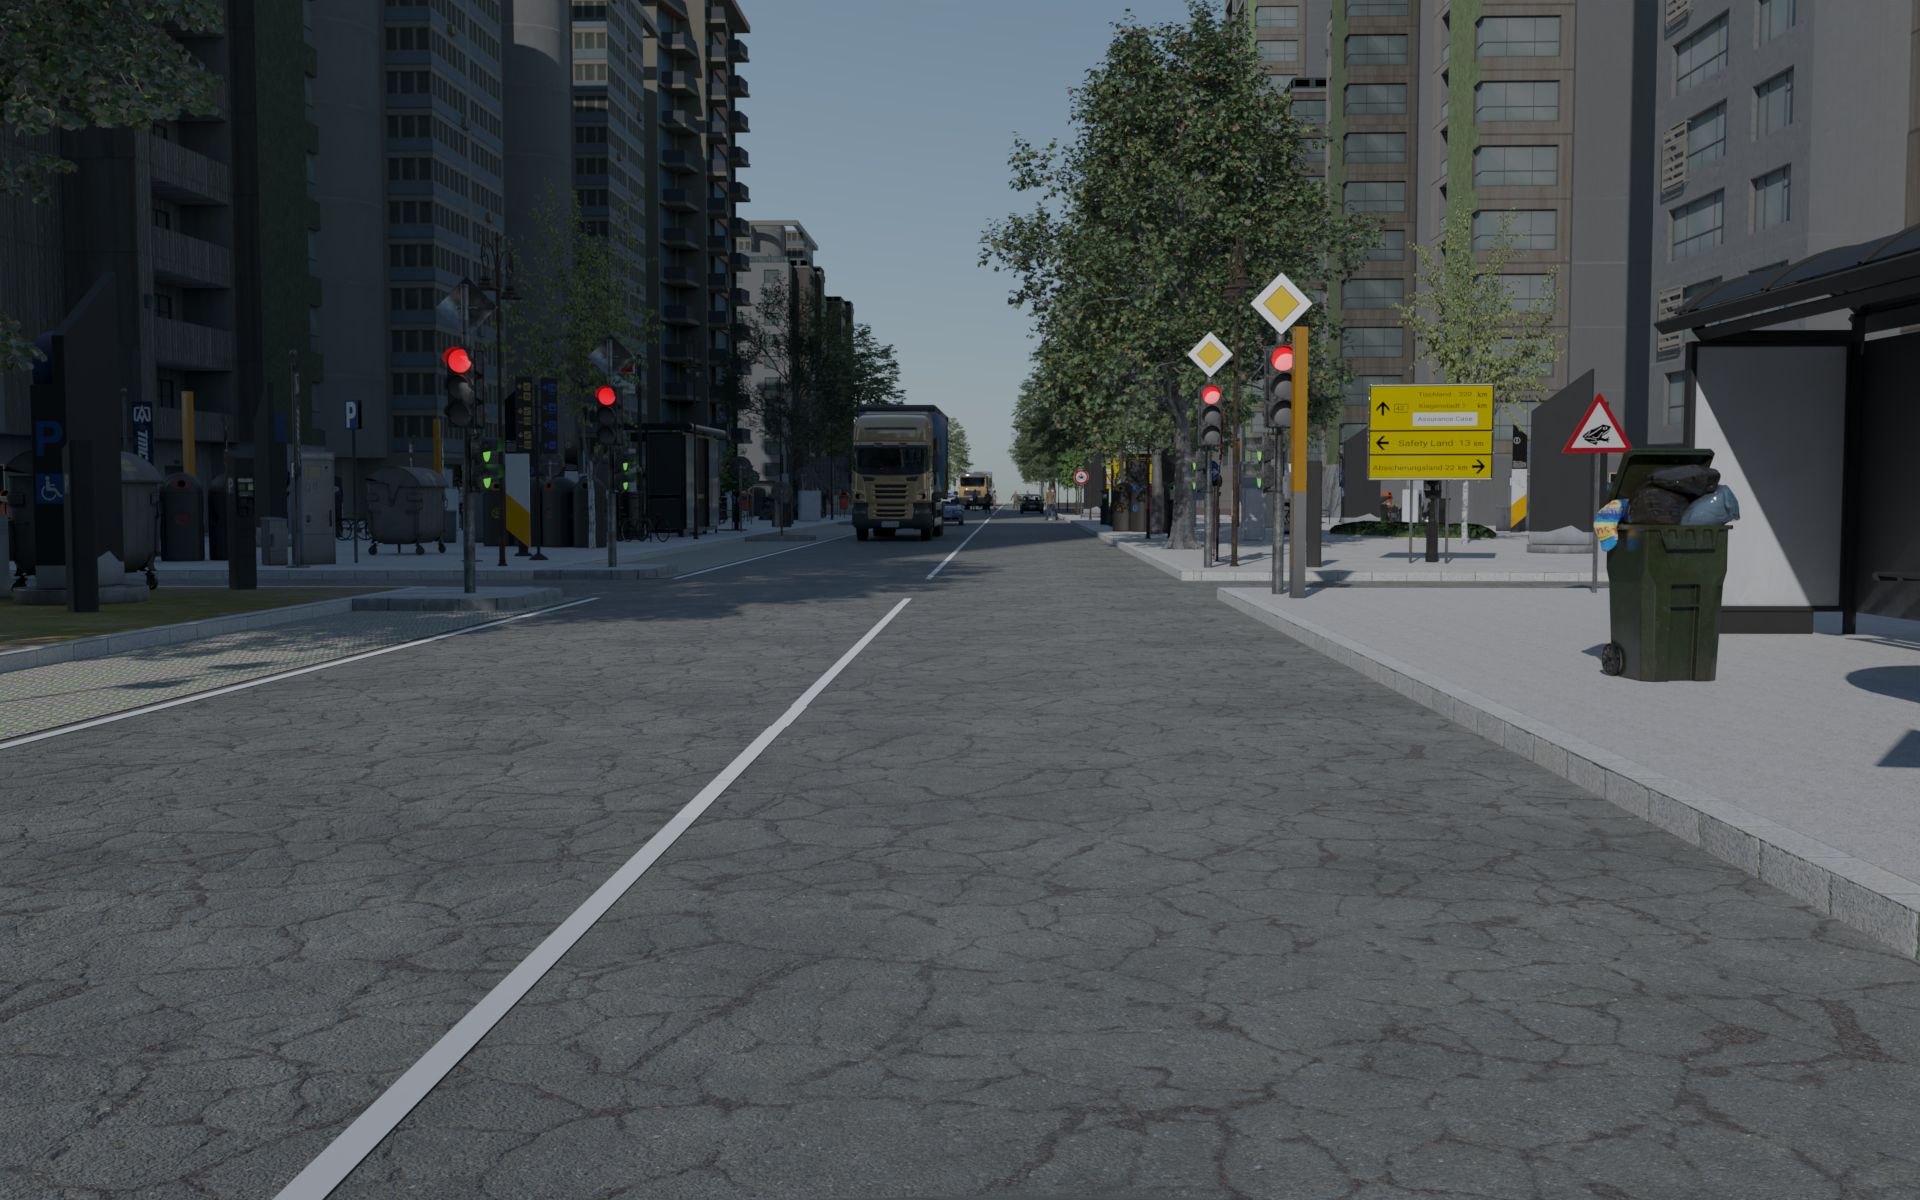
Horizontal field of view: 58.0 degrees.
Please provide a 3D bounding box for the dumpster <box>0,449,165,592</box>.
[{"bbox_3d":[-11.366,-1.024,22.496,1.264,1.857,1.865,0,4,2],"label":"dumpster"}]

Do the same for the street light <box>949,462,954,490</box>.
[{"bbox_3d":[-1.379,-16.687,245.622,0.468,5.910,1.993,0,4,2],"label":"street light"}]

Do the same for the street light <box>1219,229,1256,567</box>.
[{"bbox_3d":[4.856,-3.529,30.493,0.468,5.910,1.993,0,4,2],"label":"street light"}]

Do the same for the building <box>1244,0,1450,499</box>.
[{"bbox_3d":[29.458,-27.754,137.380,14.154,41.232,14.086,0,4,2],"label":"building"}]

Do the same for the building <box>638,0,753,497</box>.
[{"bbox_3d":[-29.567,-29.972,144.667,22.147,44.769,28.867,0,4,2],"label":"building"}]

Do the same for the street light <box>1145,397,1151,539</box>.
[{"bbox_3d":[5.392,-4.692,49.494,0.468,5.910,1.993,0,4,2],"label":"street light"}]

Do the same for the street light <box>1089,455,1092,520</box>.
[{"bbox_3d":[6.526,-6.954,86.489,0.468,5.910,1.993,0,4,2],"label":"street light"}]

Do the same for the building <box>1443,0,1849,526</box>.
[{"bbox_3d":[27.834,-23.938,74.976,14.154,41.232,14.086,0,4,2],"label":"building"}]

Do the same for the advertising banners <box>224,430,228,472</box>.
[{"bbox_3d":[-19.629,-3.091,46.723,0.090,3.025,2.074,-2,4,-32],"label":"advertising banners"}]

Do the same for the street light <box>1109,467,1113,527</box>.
[{"bbox_3d":[5.955,-5.812,67.821,0.468,5.910,1.993,0,4,2],"label":"street light"}]

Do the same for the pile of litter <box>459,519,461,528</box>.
[{"bbox_3d":[-18.862,-3.178,65.933,1.719,0.858,1.176,-3,5,-39],"label":"pile of litter"}]

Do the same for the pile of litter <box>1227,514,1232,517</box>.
[{"bbox_3d":[15.370,-4.955,94.980,1.176,0.858,1.719,-2,4,-33],"label":"pile of litter"}]

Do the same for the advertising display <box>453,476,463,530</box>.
[{"bbox_3d":[-17.590,-3.456,61.724,0.974,1.923,0.123,0,4,1],"label":"advertising display"}]

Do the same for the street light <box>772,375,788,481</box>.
[{"bbox_3d":[-6.974,-5.783,67.339,0.468,5.910,1.993,0,4,2],"label":"street light"}]

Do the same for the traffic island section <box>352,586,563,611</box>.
[{"bbox_3d":[-6.393,-0.015,22.534,2.009,0.180,2.903,0,4,2],"label":"traffic island section"}]

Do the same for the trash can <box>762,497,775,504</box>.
[{"bbox_3d":[-9.926,-4.787,89.920,0.748,1.137,0.748,0,3,0],"label":"trash can"}]

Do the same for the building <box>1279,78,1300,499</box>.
[{"bbox_3d":[29.490,-21.525,123.630,14.160,30.474,14.107,0,4,2],"label":"building"}]

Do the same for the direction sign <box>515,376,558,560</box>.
[{"bbox_3d":[-8.203,-2.546,33.618,0.876,3.537,0.379,-3,5,-42],"label":"direction sign"}]

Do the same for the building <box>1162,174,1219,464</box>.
[{"bbox_3d":[36.309,-34.630,220.828,22.147,44.769,28.867,0,4,2],"label":"building"}]

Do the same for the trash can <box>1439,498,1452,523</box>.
[{"bbox_3d":[16.298,-2.884,58.815,0.748,1.137,0.748,0,3,0],"label":"trash can"}]

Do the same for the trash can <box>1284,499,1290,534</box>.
[{"bbox_3d":[10.336,-2.663,55.191,0.748,1.137,0.748,0,3,0],"label":"trash can"}]

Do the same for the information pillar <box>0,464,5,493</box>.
[{"bbox_3d":[-23.560,-2.314,42.330,0.304,2.012,0.304,2,4,24],"label":"information pillar"}]

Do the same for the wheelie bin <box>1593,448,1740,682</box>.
[{"bbox_3d":[4.931,-0.251,12.016,0.980,1.594,0.693,0,4,-6],"label":"wheelie bin"}]

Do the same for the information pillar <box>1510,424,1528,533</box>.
[{"bbox_3d":[18.577,-4.050,57.567,0.504,3.616,0.183,1,4,16],"label":"information pillar"}]

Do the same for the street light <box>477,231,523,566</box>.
[{"bbox_3d":[-8.155,-3.541,30.687,0.468,5.910,1.993,0,4,2],"label":"street light"}]

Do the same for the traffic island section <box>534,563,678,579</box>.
[{"bbox_3d":[-6.143,-0.504,30.515,2.009,0.180,2.903,0,4,2],"label":"traffic island section"}]

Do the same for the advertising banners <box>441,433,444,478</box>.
[{"bbox_3d":[-14.764,-3.247,49.273,0.090,3.025,2.074,-1,4,-12],"label":"advertising banners"}]

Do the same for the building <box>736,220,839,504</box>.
[{"bbox_3d":[-32.374,-32.930,230.279,32.217,40.220,23.993,0,4,2],"label":"building"}]

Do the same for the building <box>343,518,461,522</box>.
[{"bbox_3d":[-36.810,-24.148,86.698,32.217,40.220,23.993,0,4,2],"label":"building"}]

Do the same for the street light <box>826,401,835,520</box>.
[{"bbox_3d":[-6.366,-6.916,85.857,0.468,5.910,1.993,0,4,2],"label":"street light"}]

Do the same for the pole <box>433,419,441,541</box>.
[{"bbox_3d":[-14.189,-3.254,47.054,0.158,3.312,0.155,0,3,0],"label":"pole"}]

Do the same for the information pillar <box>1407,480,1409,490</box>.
[{"bbox_3d":[22.336,-4.973,85.798,0.304,2.012,0.304,-3,5,-43],"label":"information pillar"}]

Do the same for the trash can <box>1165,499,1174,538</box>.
[{"bbox_3d":[6.024,-2.208,47.749,0.748,1.137,0.748,0,3,0],"label":"trash can"}]

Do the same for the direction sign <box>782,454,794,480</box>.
[{"bbox_3d":[-9.801,-6.512,98.473,0.876,3.537,0.379,2,4,25],"label":"direction sign"}]

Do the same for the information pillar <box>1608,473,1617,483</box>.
[{"bbox_3d":[22.359,-3.352,59.304,0.304,2.012,0.304,1,4,16],"label":"information pillar"}]

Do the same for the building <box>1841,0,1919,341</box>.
[{"bbox_3d":[28.782,-22.265,47.624,14.086,41.232,14.154,0,4,2],"label":"building"}]

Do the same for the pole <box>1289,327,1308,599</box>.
[{"bbox_3d":[4.155,-1.676,21.249,0.158,3.312,0.155,0,3,0],"label":"pole"}]

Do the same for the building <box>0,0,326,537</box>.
[{"bbox_3d":[-28.615,-17.083,51.004,14.160,30.474,14.107,0,4,2],"label":"building"}]

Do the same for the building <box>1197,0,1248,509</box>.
[{"bbox_3d":[32.752,-43.801,154.402,20.563,71.187,20.611,0,4,2],"label":"building"}]

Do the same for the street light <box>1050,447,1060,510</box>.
[{"bbox_3d":[8.898,-11.584,162.183,0.468,5.910,1.993,0,4,2],"label":"street light"}]

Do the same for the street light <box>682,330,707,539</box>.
[{"bbox_3d":[-7.499,-4.662,49.011,0.468,5.910,1.993,0,4,2],"label":"street light"}]

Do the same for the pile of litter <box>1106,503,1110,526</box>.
[{"bbox_3d":[6.551,-3.472,70.740,1.176,0.858,1.719,2,4,31],"label":"pile of litter"}]

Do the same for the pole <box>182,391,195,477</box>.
[{"bbox_3d":[-15.352,-2.487,34.509,0.158,3.312,0.155,0,3,0],"label":"pole"}]

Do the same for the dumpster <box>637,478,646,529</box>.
[{"bbox_3d":[-10.968,-3.445,62.092,1.264,1.857,1.865,0,4,2],"label":"dumpster"}]

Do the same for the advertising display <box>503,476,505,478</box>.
[{"bbox_3d":[-16.662,-3.501,62.461,0.123,1.923,0.974,-3,5,-42],"label":"advertising display"}]

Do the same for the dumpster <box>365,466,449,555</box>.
[{"bbox_3d":[-11.780,-1.904,36.886,1.264,1.857,1.865,0,4,2],"label":"dumpster"}]

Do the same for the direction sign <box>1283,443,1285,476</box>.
[{"bbox_3d":[14.234,-5.170,76.533,0.379,3.537,0.876,1,4,22],"label":"direction sign"}]

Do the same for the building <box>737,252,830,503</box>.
[{"bbox_3d":[-24.111,-26.886,211.295,14.160,30.474,14.107,0,4,2],"label":"building"}]

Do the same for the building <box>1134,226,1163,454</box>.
[{"bbox_3d":[35.752,-43.242,249.005,21.231,58.520,28.212,0,4,2],"label":"building"}]

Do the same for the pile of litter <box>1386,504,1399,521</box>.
[{"bbox_3d":[18.382,-3.699,74.451,1.719,0.858,1.176,-3,4,-36],"label":"pile of litter"}]

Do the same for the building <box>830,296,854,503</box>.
[{"bbox_3d":[-22.834,-29.211,249.303,14.160,30.474,14.107,0,4,2],"label":"building"}]

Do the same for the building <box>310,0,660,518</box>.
[{"bbox_3d":[-34.896,-26.070,118.118,32.217,40.220,23.993,0,4,2],"label":"building"}]

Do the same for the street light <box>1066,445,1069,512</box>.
[{"bbox_3d":[7.763,-9.309,124.982,0.468,5.910,1.993,0,4,2],"label":"street light"}]

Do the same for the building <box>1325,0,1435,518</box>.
[{"bbox_3d":[27.429,-19.919,97.383,14.160,30.474,14.107,0,4,2],"label":"building"}]

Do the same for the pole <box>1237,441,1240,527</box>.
[{"bbox_3d":[10.715,-4.473,66.979,0.158,3.312,0.155,0,3,0],"label":"pole"}]

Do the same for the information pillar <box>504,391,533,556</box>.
[{"bbox_3d":[-9.083,-2.706,35.600,0.504,3.616,0.183,0,4,-4],"label":"information pillar"}]

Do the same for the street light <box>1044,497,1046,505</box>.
[{"bbox_3d":[10.331,-14.402,208.264,0.468,5.910,1.993,0,4,2],"label":"street light"}]

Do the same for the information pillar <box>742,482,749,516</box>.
[{"bbox_3d":[-12.165,-5.729,98.155,0.304,2.012,0.304,3,4,37],"label":"information pillar"}]

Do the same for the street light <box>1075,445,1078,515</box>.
[{"bbox_3d":[7.054,-8.075,104.817,0.468,5.910,1.993,0,4,2],"label":"street light"}]

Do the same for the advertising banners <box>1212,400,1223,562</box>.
[{"bbox_3d":[4.925,-2.263,33.192,0.090,3.025,2.074,0,4,5],"label":"advertising banners"}]
